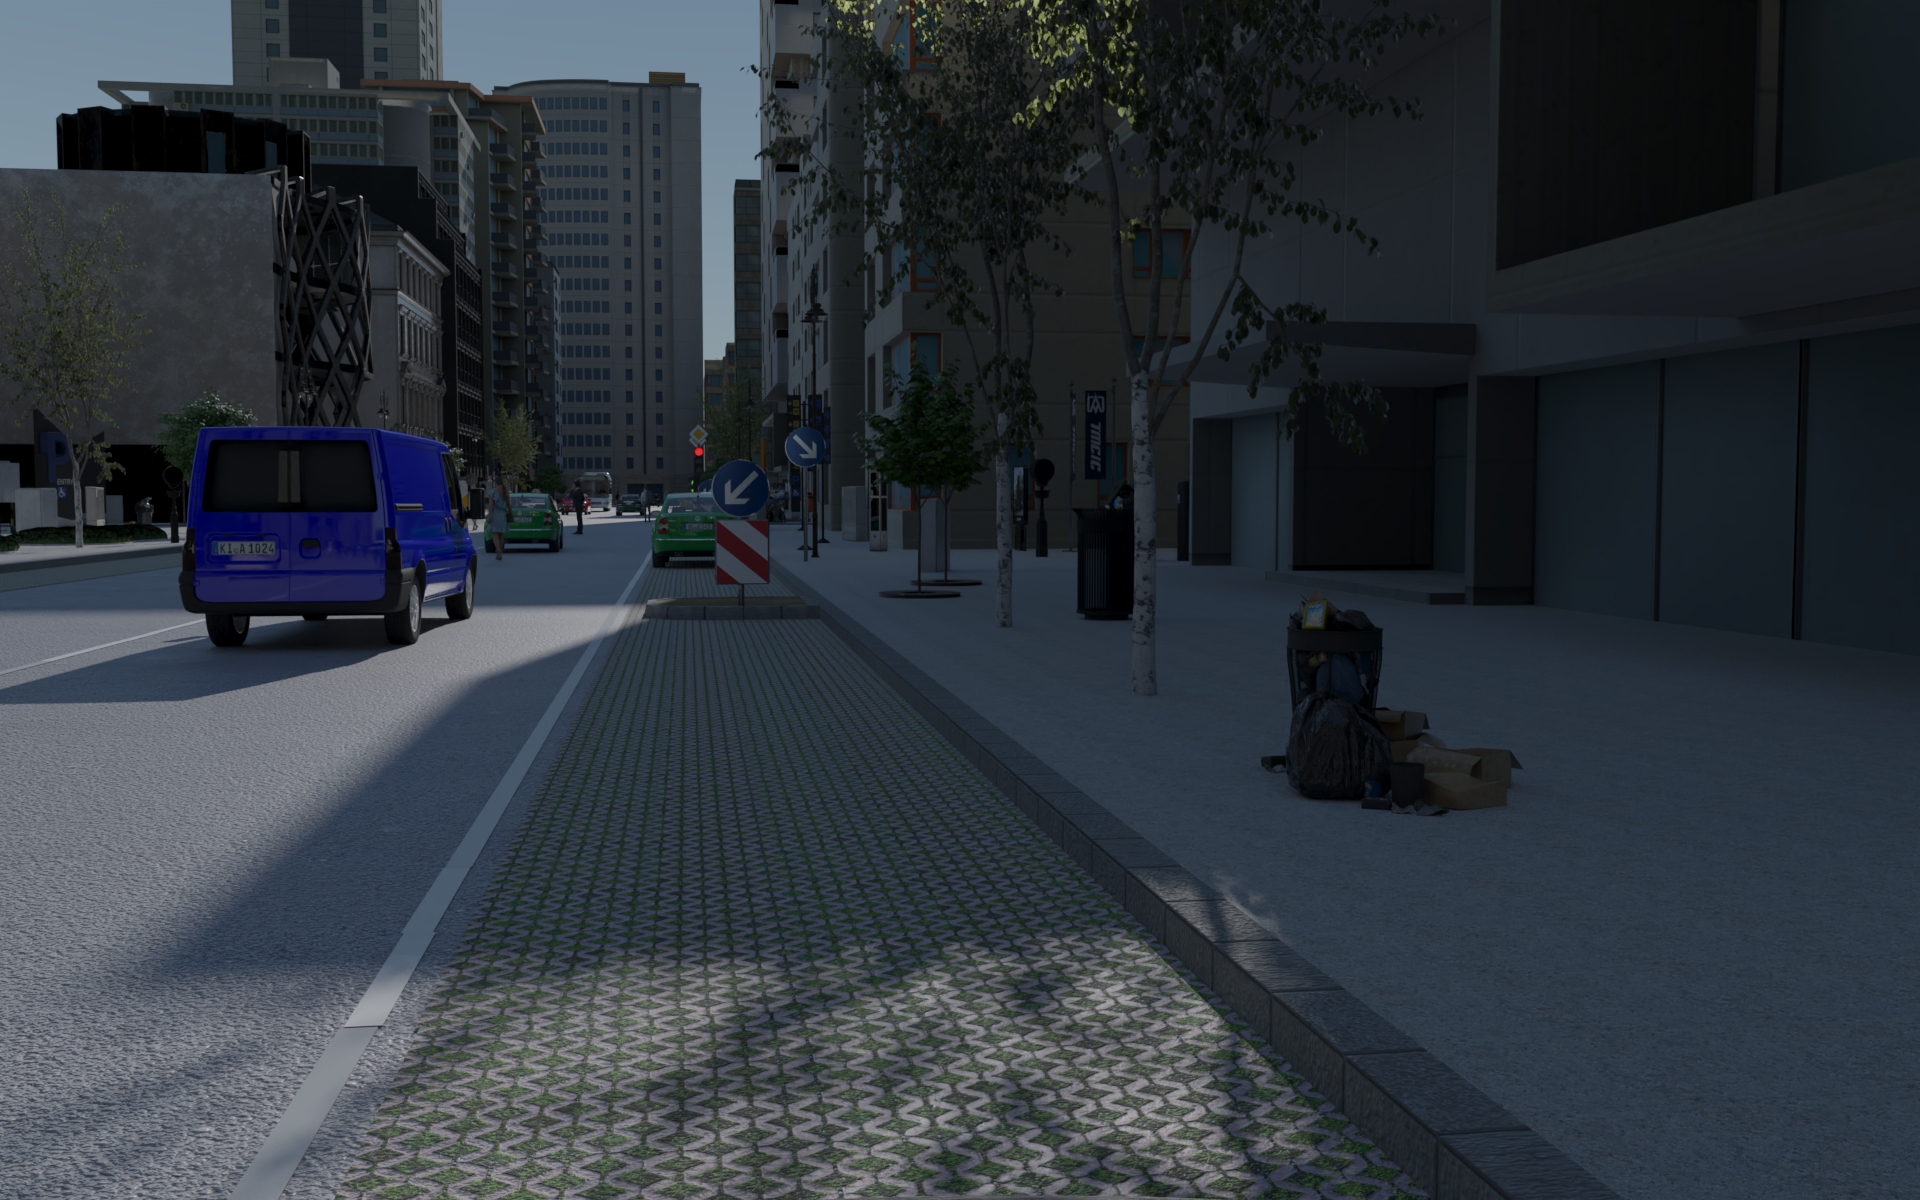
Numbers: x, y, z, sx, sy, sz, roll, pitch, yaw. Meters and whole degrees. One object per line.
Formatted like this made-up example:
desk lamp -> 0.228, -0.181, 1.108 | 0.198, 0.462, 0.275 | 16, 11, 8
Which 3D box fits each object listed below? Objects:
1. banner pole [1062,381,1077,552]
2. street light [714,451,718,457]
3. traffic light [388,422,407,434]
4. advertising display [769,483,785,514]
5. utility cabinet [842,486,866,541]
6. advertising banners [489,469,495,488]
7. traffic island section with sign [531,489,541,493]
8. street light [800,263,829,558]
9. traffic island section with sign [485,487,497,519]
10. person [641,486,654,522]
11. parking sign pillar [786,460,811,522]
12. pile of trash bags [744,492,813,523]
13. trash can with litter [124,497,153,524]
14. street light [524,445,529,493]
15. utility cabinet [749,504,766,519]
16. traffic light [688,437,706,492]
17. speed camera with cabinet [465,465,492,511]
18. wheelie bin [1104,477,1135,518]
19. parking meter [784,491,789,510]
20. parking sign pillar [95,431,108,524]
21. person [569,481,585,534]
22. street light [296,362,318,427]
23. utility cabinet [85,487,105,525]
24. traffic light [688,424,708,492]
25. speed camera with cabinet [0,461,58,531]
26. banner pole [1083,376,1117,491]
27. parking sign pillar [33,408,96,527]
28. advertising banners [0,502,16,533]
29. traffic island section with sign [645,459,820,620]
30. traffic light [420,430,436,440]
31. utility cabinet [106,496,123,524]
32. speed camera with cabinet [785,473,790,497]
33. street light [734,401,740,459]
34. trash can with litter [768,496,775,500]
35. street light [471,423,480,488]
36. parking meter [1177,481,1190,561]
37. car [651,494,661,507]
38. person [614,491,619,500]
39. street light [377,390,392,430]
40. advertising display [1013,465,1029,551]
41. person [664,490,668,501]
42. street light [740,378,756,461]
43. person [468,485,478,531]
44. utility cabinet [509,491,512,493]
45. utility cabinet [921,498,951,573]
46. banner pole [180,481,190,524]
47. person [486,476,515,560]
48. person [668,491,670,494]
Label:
banner pole -> 2.479, -2.942, 38.122 | 0.401, 3.779, 0.863 | 0, 4, -5
street light -> -21.342, -10.953, 151.862 | 0.468, 5.910, 1.993 | -1, 4, -9
traffic light -> -22.047, -4.833, 67.938 | 0.839, 4.253, 0.868 | -1, 4, -9
advertising display -> -10.607, -5.818, 100.336 | 0.974, 1.923, 0.123 | 0, 4, 3
utility cabinet -> -2.914, -2.364, 47.326 | 0.318, 1.500, 1.173 | -1, 4, -23
advertising banners -> -31.925, -7.545, 119.548 | 0.090, 3.025, 2.074 | 0, 4, 2
traffic island section with sign -> -31.027, -7.236, 126.940 | 1.989, 1.847, 2.006 | -1, 4, -9
street light -> -2.932, -3.799, 34.902 | 0.468, 5.910, 1.993 | -1, 4, -9
traffic island section with sign -> -26.843, -5.607, 100.310 | 1.989, 1.847, 2.006 | -1, 4, -9
person -> -15.881, -4.858, 88.033 | 0.679, 1.850, 0.850 | -1, 4, -18
parking sign pillar -> -7.624, -5.607, 80.142 | 1.447, 3.967, 1.447 | 0, 4, -8
pile of trash bags -> -8.242, -4.178, 78.064 | 3.447, 1.369, 1.912 | 0, 4, -4
trash can with litter -> -29.764, -3.135, 62.647 | 1.055, 1.170, 0.624 | 0, 4, -5
street light -> -36.088, -10.471, 143.996 | 0.468, 5.910, 1.993 | -1, 4, -9
utility cabinet -> -7.198, -3.229, 61.470 | 0.318, 1.500, 1.173 | 1, 4, 9
traffic light -> -11.772, -5.427, 77.649 | 0.839, 4.253, 0.868 | -1, 4, -9
speed camera with cabinet -> -33.287, -7.670, 119.747 | 2.038, 3.252, 0.660 | 2, 4, 29
wheelie bin -> 3.142, -1.549, 33.233 | 0.693, 1.594, 0.980 | 0, 4, -2
parking meter -> -14.020, -8.055, 140.109 | 0.372, 1.533, 0.369 | 0, 3, 0
parking sign pillar -> -37.131, -5.215, 73.736 | 1.447, 3.967, 1.447 | -3, 4, -38
person -> -13.615, -3.282, 61.515 | 0.474, 1.900, 0.648 | 0, 4, 0
street light -> -22.961, -5.392, 60.944 | 0.468, 5.910, 1.993 | -1, 4, -9
utility cabinet -> -26.238, -2.685, 52.582 | 0.318, 1.500, 1.173 | -1, 4, -16
traffic light -> -10.530, -4.944, 69.760 | 0.839, 4.253, 0.868 | -1, 4, -9
speed camera with cabinet -> -26.264, -3.311, 48.466 | 2.038, 3.252, 0.660 | 1, 4, 20
banner pole -> 3.040, -2.863, 36.821 | 0.863, 3.779, 0.401 | 0, 4, -6
parking sign pillar -> -28.605, -4.056, 54.789 | 1.447, 3.967, 1.447 | 1, 4, 14
advertising banners -> -31.370, -3.666, 56.124 | 2.074, 3.025, 0.090 | -1, 4, -15
traffic island section with sign -> -2.721, -0.728, 20.525 | 1.989, 1.847, 2.006 | -1, 4, -9
traffic light -> -23.289, -5.315, 75.826 | 0.839, 4.253, 0.868 | -1, 4, -9
utility cabinet -> -36.983, -3.924, 75.320 | 1.020, 1.237, 0.306 | -2, 4, -32
speed camera with cabinet -> -14.012, -9.209, 144.897 | 0.660, 3.252, 2.038 | 3, 5, 39
street light -> -10.821, -6.860, 84.951 | 0.468, 5.910, 1.993 | -1, 4, -9
trash can with litter -> -10.324, -5.115, 95.009 | 0.624, 1.170, 1.055 | -1, 4, -17
street light -> -30.769, -8.397, 110.071 | 0.468, 5.910, 1.993 | -1, 4, -9
parking meter -> 4.355, -1.517, 33.207 | 0.372, 1.533, 0.369 | 0, 3, 0
car -> -33.153, -10.788, 186.173 | 2.009, 1.686, 4.222 | -1, 4, -10
person -> -36.711, -10.754, 185.144 | 0.721, 1.723, 1.217 | -2, 4, -33
street light -> -25.430, -6.351, 76.628 | 0.468, 5.910, 1.993 | -1, 4, -9
advertising display -> 1.370, -2.077, 39.176 | 0.123, 1.923, 0.974 | -1, 4, -12
person -> -24.987, -8.443, 146.889 | 0.444, 1.785, 0.601 | 1, 4, 19
street light -> -8.389, -5.896, 69.180 | 0.468, 5.910, 1.993 | -1, 4, -9
person -> -19.057, -3.621, 68.060 | 0.694, 1.780, 0.624 | 2, 4, 29
utility cabinet -> -34.370, -7.453, 130.530 | 1.173, 1.500, 0.318 | 1, 4, 18
utility cabinet -> -0.415, -1.076, 28.754 | 0.306, 1.237, 1.020 | 1, 4, 12
banner pole -> -32.950, -5.132, 73.923 | 0.401, 3.779, 0.863 | 2, 4, 29
person -> -9.918, -1.763, 37.411 | 0.616, 1.811, 0.778 | -2, 4, -25
person -> -35.536, -12.452, 212.537 | 0.568, 1.767, 0.683 | 2, 4, 23
